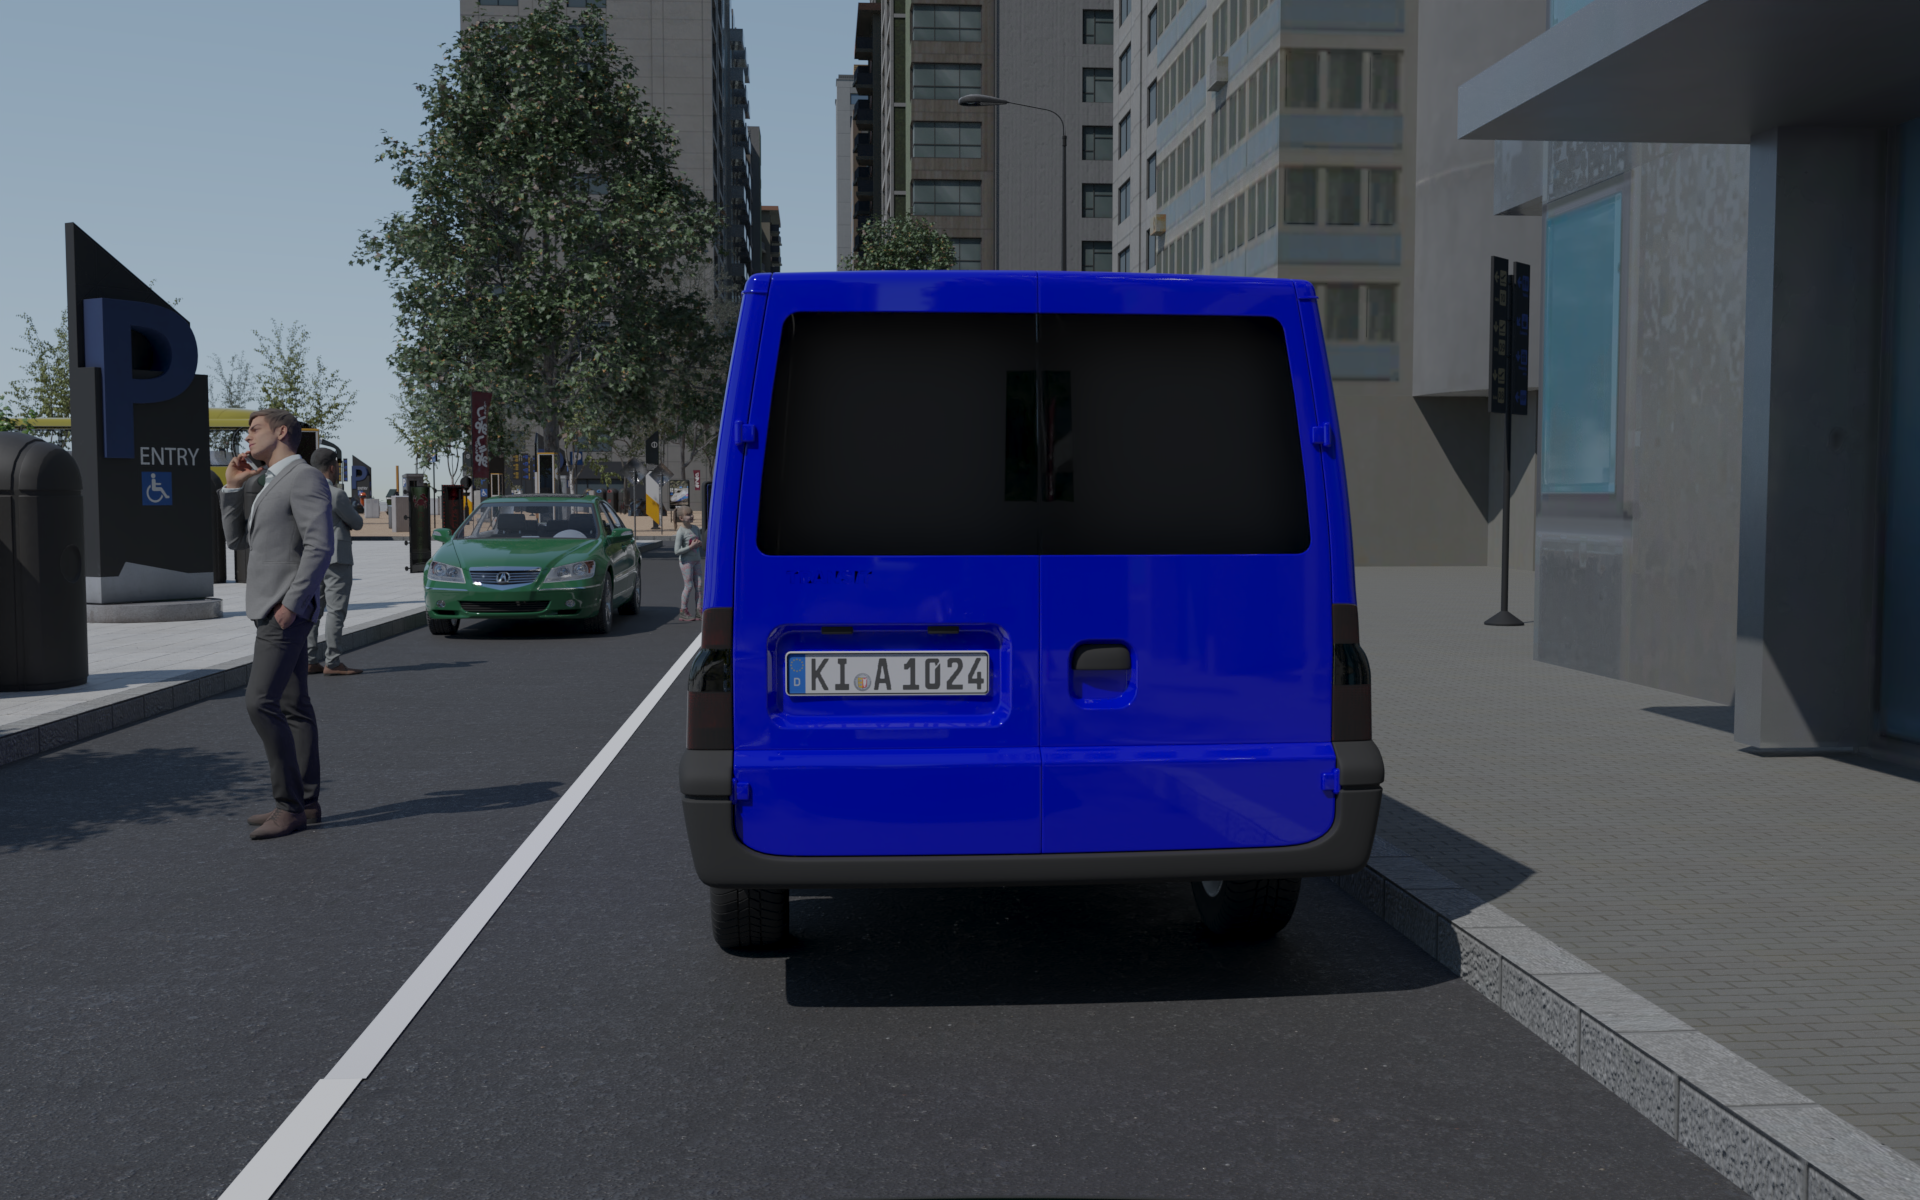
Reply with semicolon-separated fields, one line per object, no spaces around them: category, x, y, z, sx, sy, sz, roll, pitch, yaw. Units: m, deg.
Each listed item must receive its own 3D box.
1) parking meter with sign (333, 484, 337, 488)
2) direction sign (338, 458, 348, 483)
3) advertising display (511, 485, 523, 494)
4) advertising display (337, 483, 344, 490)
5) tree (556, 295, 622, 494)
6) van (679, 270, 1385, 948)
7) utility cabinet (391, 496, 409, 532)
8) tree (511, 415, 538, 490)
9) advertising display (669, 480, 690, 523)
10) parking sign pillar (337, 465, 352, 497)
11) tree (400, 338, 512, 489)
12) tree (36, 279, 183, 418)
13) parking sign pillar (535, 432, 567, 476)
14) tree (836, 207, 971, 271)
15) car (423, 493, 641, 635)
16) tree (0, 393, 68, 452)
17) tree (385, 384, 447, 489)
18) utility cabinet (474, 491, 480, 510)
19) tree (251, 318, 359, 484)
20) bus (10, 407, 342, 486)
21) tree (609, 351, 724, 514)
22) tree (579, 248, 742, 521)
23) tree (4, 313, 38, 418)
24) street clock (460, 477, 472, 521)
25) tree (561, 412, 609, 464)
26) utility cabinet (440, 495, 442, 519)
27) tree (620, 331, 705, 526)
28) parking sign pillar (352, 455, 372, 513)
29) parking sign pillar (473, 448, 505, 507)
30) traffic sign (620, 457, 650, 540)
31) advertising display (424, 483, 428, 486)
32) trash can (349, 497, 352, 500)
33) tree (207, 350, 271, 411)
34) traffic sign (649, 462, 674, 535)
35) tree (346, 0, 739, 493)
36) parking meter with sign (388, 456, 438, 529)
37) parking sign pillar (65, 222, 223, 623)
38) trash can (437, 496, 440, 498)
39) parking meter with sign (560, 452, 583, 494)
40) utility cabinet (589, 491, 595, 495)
parking meter with sign;-35.426;-6.199;97.606;0.543;3.016;1.738;1;4;11
direction sign;-39.097;-7.199;109.705;0.876;3.537;0.379;2;4;26
advertising display;-30.828;-7.058;120.618;0.974;1.923;0.123;2;4;25
advertising display;-37.693;-6.120;105.283;0.974;1.923;0.123;3;5;45
tree;-12.996;-6.584;58.014;4.737;8.622;4.395;0;3;0
van;-0.027;-0.172;7.193;2.240;2.365;5.245;0;4;-5
utility cabinet;-18.655;-2.896;58.508;0.306;1.237;1.020;3;5;43
tree;-27.622;-9.436;104.641;4.360;8.622;3.978;0;3;0
advertising display;-12.603;-4.442;77.837;0.974;1.923;0.123;1;4;19
parking sign pillar;-38.611;-7.231;106.692;1.447;3.967;1.447;0;4;-6
tree;-22.022;-7.623;74.995;4.360;8.622;3.978;0;3;0
tree;-28.427;-6.656;59.181;4.737;8.622;4.395;0;3;0
parking sign pillar;-17.648;-5.284;74.859;1.447;3.967;1.447;-1;4;-16
tree;-2.166;-9.326;69.490;9.611;12.733;9.660;0;3;0
car;-4.629;-0.455;19.229;2.131;1.459;4.920;0;4;-4
tree;-18.367;-2.365;33.271;1.663;3.219;1.824;0;3;0
tree;-33.947;-9.718;109.254;4.737;8.622;4.395;0;3;0
utility cabinet;-29.791;-6.082;108.112;1.173;1.500;0.318;2;4;28
tree;-27.702;-7.475;72.575;4.737;8.622;4.395;0;3;0
bus;-24.310;-3.544;49.498;12.252;3.916;2.896;0;4;-4
tree;-14.171;-10.123;99.917;8.767;10.594;7.601;2;4;26
tree;-13.314;-10.601;83.692;12.009;13.543;11.850;0;3;0
tree;-36.161;-7.469;72.473;4.737;8.622;4.395;0;3;0
street clock;-20.386;-4.097;71.549;0.471;2.002;0.358;-2;4;-27
tree;-21.928;-10.894;112.529;8.767;10.594;7.601;0;4;-2
utility cabinet;-26.295;-4.786;89.408;1.020;1.237;0.306;-2;4;-24
tree;-12.160;-7.251;68.921;4.360;8.622;3.978;0;3;0
parking sign pillar;-41.045;-7.969;118.764;1.447;3.967;1.447;0;4;4
parking sign pillar;-21.224;-5.512;78.599;1.447;3.967;1.447;1;4;21
traffic sign;-8.726;-2.620;46.486;0.795;2.450;0.064;0;4;-5
advertising display;-30.436;-5.642;97.464;0.974;1.923;0.123;-1;4;-15
trash can;-30.931;-4.614;87.093;0.748;1.137;0.748;0;3;0
tree;-37.197;-8.415;87.941;4.360;8.622;3.978;0;3;0
traffic sign;-9.377;-3.107;54.445;0.795;2.450;0.064;0;4;-5
tree;-9.348;-7.491;39.488;9.611;12.733;9.660;0;3;0
parking meter with sign;-20.284;-4.154;64.173;1.738;3.016;0.543;-3;4;-39
parking sign pillar;-8.394;-1.792;17.774;1.447;3.967;1.447;2;4;30
trash can;-36.370;-6.731;121.702;0.748;1.137;0.748;0;3;0
parking meter with sign;-16.282;-4.619;71.775;0.543;3.016;1.738;-3;5;-40
utility cabinet;-22.809;-6.033;107.322;0.318;1.500;1.173;0;4;-8
